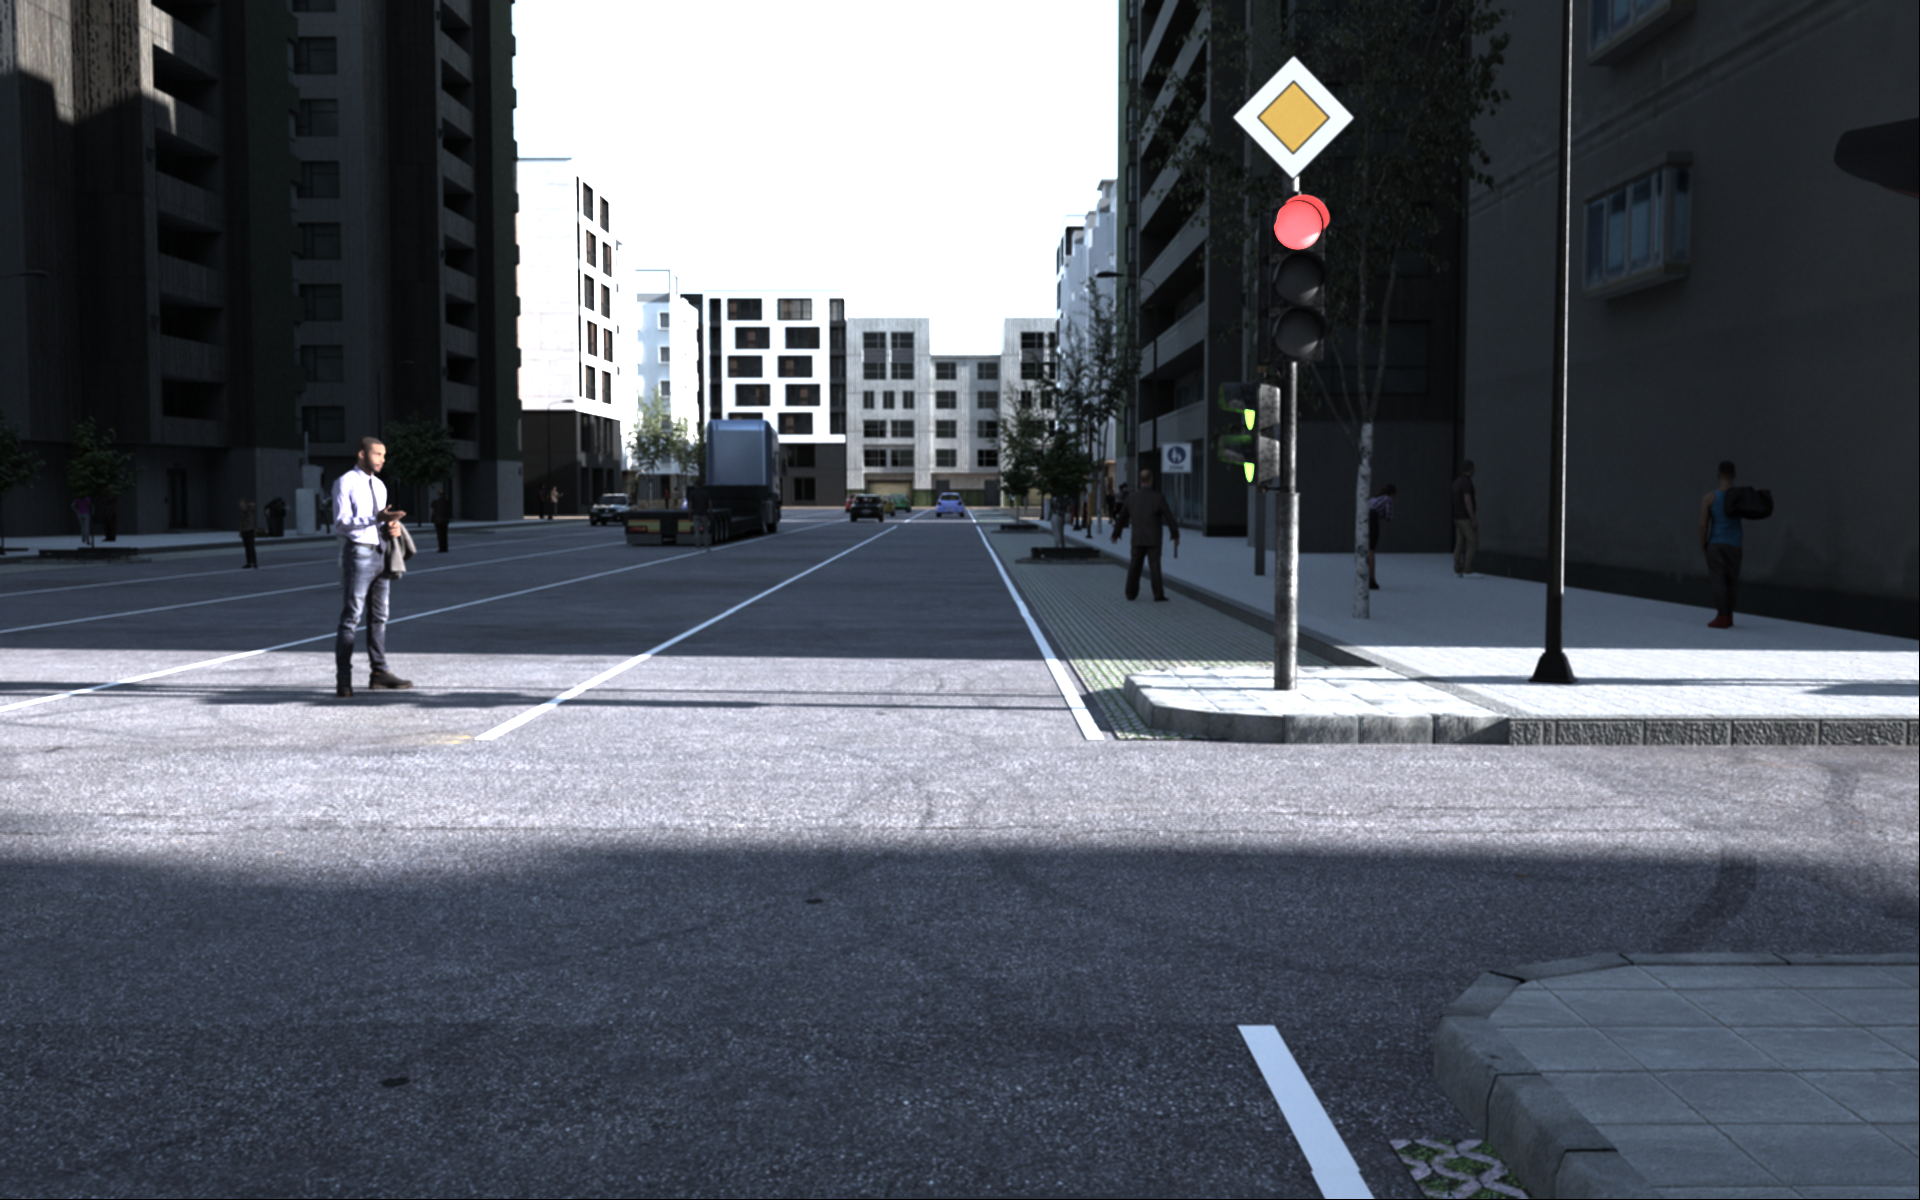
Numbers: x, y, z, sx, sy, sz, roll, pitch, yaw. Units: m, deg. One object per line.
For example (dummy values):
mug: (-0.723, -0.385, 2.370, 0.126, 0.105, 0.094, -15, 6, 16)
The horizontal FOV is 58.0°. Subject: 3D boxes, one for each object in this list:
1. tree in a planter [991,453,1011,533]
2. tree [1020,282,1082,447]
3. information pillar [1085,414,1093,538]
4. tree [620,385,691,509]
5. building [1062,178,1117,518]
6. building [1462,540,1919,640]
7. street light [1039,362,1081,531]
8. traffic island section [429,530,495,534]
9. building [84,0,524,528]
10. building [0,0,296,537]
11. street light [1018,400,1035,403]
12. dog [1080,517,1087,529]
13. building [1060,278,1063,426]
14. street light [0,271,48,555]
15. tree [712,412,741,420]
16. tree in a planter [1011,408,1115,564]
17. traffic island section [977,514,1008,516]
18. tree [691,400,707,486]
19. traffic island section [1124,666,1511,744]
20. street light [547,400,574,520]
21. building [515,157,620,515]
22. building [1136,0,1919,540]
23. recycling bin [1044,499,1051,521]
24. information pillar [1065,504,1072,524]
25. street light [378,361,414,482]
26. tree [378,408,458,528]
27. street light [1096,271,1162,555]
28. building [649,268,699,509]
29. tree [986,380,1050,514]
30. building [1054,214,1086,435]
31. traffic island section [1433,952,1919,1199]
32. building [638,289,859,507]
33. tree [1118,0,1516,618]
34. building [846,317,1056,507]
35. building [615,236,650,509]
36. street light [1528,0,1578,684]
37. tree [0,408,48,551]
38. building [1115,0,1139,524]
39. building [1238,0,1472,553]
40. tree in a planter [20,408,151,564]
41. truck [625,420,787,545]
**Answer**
tree in a planter: (2.133, -4.049, 63.419, 1.991, 3.239, 1.994, 0, 3, 0)
tree: (4.402, -6.498, 56.607, 4.360, 8.622, 3.978, 0, 3, 0)
information pillar: (3.760, -3.602, 50.242, 0.183, 3.616, 0.504, 0, 4, -1)
tree: (-20.455, -10.018, 114.151, 4.737, 8.622, 4.395, 0, 3, 0)
building: (15.006, -15.488, 109.653, 16.016, 20.091, 11.380, 0, 3, 0)
building: (18.905, -24.431, 23.155, 21.600, 48.544, 21.300, 0, 3, 0)
street light: (3.592, -5.405, 60.918, 1.470, 5.913, 1.316, 0, 3, 0)
traffic island section: (-18.031, -2.452, 62.964, 1.991, 0.108, 1.994, 0, 3, 0)
building: (-28.724, -18.757, 78.376, 14.160, 30.474, 14.107, 0, 3, 0)
building: (-31.091, -17.407, 56.309, 14.160, 30.474, 14.107, 0, 3, 0)
street light: (3.563, -6.925, 85.762, 1.470, 5.913, 1.316, 0, 3, 0)
dog: (4.536, -2.869, 64.641, 0.550, 0.427, 0.748, 3, 5, 39)
building: (15.101, -16.183, 121.012, 16.016, 20.091, 11.380, 0, 3, 0)
street light: (-19.686, -3.893, 36.191, 1.470, 5.913, 1.316, 0, 3, 0)
tree: (-20.567, -12.525, 155.146, 4.360, 8.622, 3.978, 0, 3, 0)
tree in a planter: (2.141, -2.368, 35.942, 1.991, 3.239, 1.994, 0, 3, 0)
traffic island section: (2.125, -5.525, 113.193, 1.991, 0.108, 1.994, 0, 3, 0)
tree: (-20.327, -10.866, 128.018, 4.737, 8.622, 4.395, 0, 3, 0)
traffic island section: (2.157, 0.667, 11.372, 2.009, 0.180, 2.903, 0, 3, 0)
street light: (-19.756, -6.913, 85.571, 1.470, 5.913, 1.316, 0, 3, 0)
building: (-37.327, -15.857, 103.240, 27.936, 21.610, 32.646, 0, 3, 0)
building: (18.021, -26.734, 60.800, 21.300, 48.544, 21.600, 0, 3, 0)
recycling bin: (4.390, -4.256, 82.142, 0.722, 1.027, 0.722, 0, 4, -5)
information pillar: (4.574, -4.239, 73.801, 0.304, 2.012, 0.304, 3, 5, 42)
street light: (-19.824, -5.398, 60.804, 1.470, 5.913, 1.316, 0, 3, 0)
tree: (-20.868, -5.082, 66.808, 4.285, 4.588, 4.351, 0, 3, 0)
street light: (3.544, -3.900, 36.305, 1.470, 5.913, 1.316, 0, 3, 0)
building: (-29.342, -18.071, 151.873, 11.380, 20.091, 16.016, 0, 3, 0)
tree: (3.926, -9.730, 109.445, 4.737, 8.622, 4.395, 0, 3, 0)
building: (21.653, -18.287, 142.971, 27.936, 21.610, 32.646, 0, 3, 0)
traffic island section: (2.160, 1.156, 3.387, 2.009, 0.180, 2.903, 0, 3, 0)
building: (-27.769, -20.971, 186.851, 32.646, 21.610, 27.936, 0, 3, 0)
tree: (4.051, -4.130, 17.890, 4.360, 8.622, 3.978, 0, 3, 0)
building: (4.389, -19.265, 181.443, 31.486, 18.905, 16.747, 0, 3, 0)
building: (-31.730, -16.443, 125.260, 16.016, 20.091, 11.380, 0, 3, 0)
street light: (3.522, -2.395, 11.692, 1.470, 5.913, 1.316, 0, 3, 0)
tree: (-21.496, -2.720, 39.074, 1.663, 3.219, 1.824, 0, 3, 0)
building: (14.051, -24.180, 78.945, 14.154, 41.232, 14.086, 0, 3, 0)
building: (14.046, -16.625, 43.522, 14.160, 30.474, 14.107, 0, 3, 0)
tree in a planter: (-18.035, -2.367, 35.925, 1.991, 3.239, 1.994, 0, 3, 0)
truck: (-7.998, -4.104, 56.857, 2.967, 4.110, 18.799, 0, 3, 0)
